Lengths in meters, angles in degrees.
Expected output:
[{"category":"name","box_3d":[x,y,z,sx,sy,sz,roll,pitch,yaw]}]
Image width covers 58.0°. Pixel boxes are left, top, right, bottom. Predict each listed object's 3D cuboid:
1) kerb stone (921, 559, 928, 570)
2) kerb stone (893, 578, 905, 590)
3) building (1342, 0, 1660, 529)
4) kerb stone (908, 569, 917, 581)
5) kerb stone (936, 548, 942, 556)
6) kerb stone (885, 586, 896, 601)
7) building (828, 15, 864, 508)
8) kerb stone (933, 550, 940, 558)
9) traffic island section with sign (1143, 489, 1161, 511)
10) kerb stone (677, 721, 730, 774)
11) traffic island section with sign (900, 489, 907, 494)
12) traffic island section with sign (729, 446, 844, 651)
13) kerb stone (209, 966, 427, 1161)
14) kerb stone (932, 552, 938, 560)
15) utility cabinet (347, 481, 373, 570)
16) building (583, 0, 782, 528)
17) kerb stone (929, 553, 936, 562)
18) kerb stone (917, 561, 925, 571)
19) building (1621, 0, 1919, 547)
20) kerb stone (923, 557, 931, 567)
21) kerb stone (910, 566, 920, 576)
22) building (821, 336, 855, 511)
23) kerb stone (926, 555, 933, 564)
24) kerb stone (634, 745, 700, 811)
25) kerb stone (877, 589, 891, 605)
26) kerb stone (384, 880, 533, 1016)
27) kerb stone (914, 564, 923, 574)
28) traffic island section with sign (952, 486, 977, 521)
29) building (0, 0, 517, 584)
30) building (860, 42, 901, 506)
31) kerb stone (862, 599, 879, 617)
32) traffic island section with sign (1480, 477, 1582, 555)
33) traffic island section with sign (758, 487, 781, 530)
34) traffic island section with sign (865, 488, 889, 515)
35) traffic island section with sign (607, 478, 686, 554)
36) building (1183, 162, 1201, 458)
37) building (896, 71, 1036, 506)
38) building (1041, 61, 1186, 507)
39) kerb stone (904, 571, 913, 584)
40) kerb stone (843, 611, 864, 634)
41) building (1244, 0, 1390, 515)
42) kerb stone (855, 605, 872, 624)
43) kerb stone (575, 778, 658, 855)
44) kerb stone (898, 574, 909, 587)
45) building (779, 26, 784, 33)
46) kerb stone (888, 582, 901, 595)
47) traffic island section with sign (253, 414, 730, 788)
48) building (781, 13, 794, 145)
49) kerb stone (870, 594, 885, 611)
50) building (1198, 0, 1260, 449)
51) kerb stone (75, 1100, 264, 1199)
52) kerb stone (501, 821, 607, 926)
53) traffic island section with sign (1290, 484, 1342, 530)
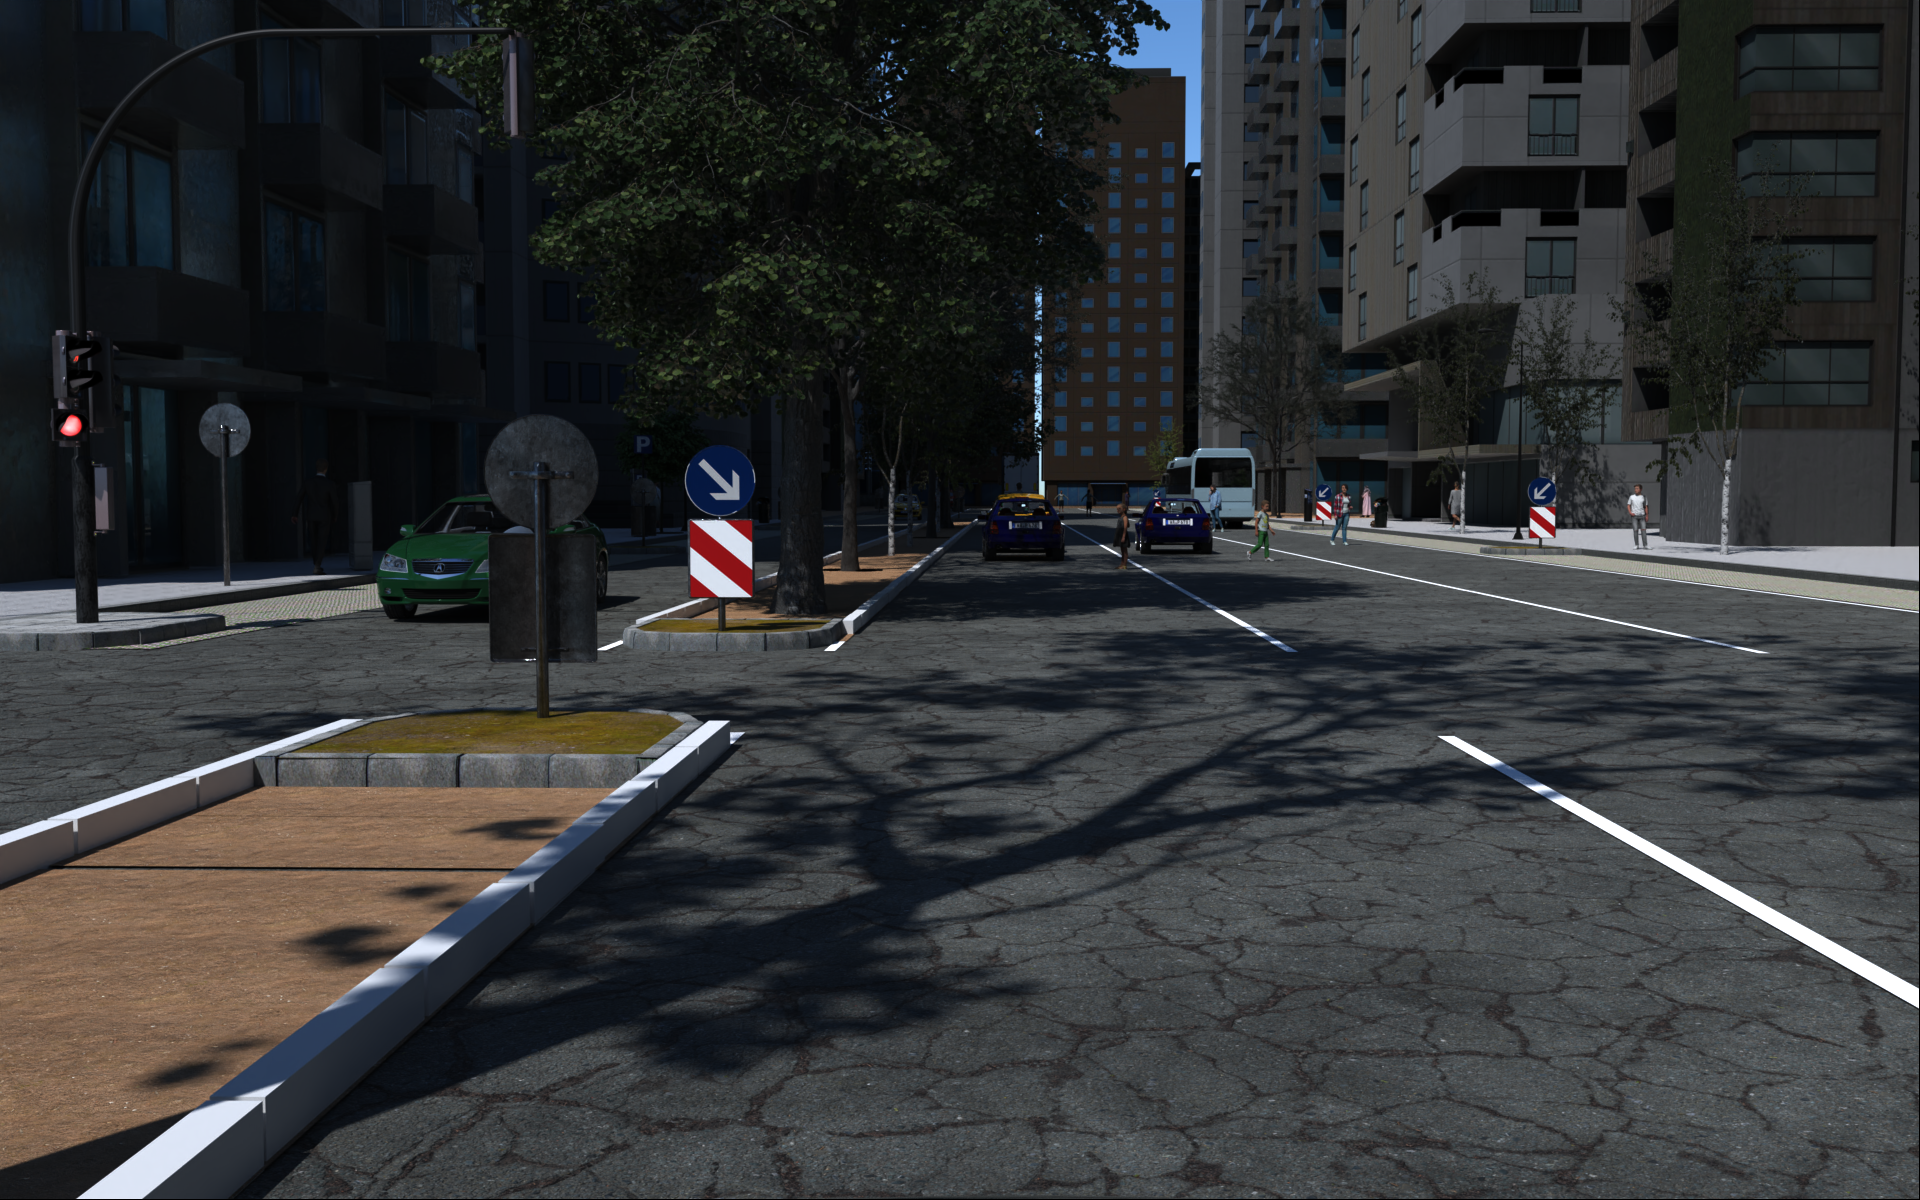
[{"category":"kerb stone","box_3d":[-0.724,-0.628,32.460,0.120,0.150,1.000,0,4,2]},{"category":"kerb stone","box_3d":[-0.933,-0.188,25.285,0.120,0.150,1.000,0,4,2]},{"category":"building","box_3d":[32.986,-29.779,76.118,28.713,52.752,27.495,0,4,2]},{"category":"kerb stone","box_3d":[-0.837,-0.374,28.356,0.120,0.150,1.000,0,4,2]},{"category":"kerb stone","box_3d":[-0.546,-1.005,38.626,0.120,0.150,1.000,0,4,2]},{"category":"kerb stone","box_3d":[-0.979,-0.059,23.240,0.120,0.150,1.000,0,4,2]},{"category":"building","box_3d":[-16.556,-31.168,159.705,14.200,45.320,14.600,0,4,2]},{"category":"kerb stone","box_3d":[-0.580,-0.939,37.592,0.120,0.150,1.000,0,4,2]},{"category":"traffic island section with sign","box_3d":[16.495,-8.439,146.597,1.989,1.847,2.006,0,4,2]},{"category":"kerb stone","box_3d":[-1.375,0.788,9.307,0.120,0.150,1.000,0,4,2]},{"category":"traffic island section with sign","box_3d":[-4.731,-8.436,146.561,1.989,1.847,2.006,0,4,2]},{"category":"traffic island section with sign","box_3d":[-2.202,-0.526,16.739,2.006,1.907,1.989,0,4,2]},{"category":"kerb stone","box_3d":[-1.524,1.101,4.189,0.120,0.150,1.000,0,4,2]},{"category":"kerb stone","box_3d":[-0.609,-0.879,36.562,0.120,0.150,1.000,0,4,2]},{"category":"utility cabinet","box_3d":[-10.203,-1.269,29.419,0.318,1.500,1.173,-2,4,-24]},{"category":"building","box_3d":[-20.182,-32.607,75.131,21.231,58.520,28.212,0,4,2]},{"category":"kerb stone","box_3d":[-0.634,-0.816,35.536,0.120,0.150,1.000,0,4,2]},{"category":"kerb stone","box_3d":[-0.760,-0.561,31.439,0.120,0.150,1.000,0,4,2]},{"category":"building","box_3d":[26.330,-16.913,48.227,14.160,30.474,14.107,0,4,2]},{"category":"kerb stone","box_3d":[-0.692,-0.686,33.493,0.120,0.150,1.000,0,4,2]},{"category":"kerb stone","box_3d":[-0.810,-0.439,29.378,0.120,0.150,1.000,0,4,2]},{"category":"building","box_3d":[-16.383,-22.767,143.941,14.160,30.474,14.107,0,4,2]},{"category":"kerb stone","box_3d":[-0.670,-0.753,34.514,0.120,0.150,1.000,0,4,2]},{"category":"kerb stone","box_3d":[-1.403,0.851,8.281,0.120,0.150,1.000,0,4,2]},{"category":"kerb stone","box_3d":[-1.015,0.000,22.202,0.120,0.150,1.000,0,4,2]},{"category":"kerb stone","box_3d":[-1.493,1.039,5.215,0.120,0.150,1.000,0,4,2]},{"category":"kerb stone","box_3d":[-0.779,-0.501,30.412,0.120,0.150,1.000,0,4,2]},{"category":"traffic island section with sign","box_3d":[-0.088,-5.120,91.848,2.006,1.907,1.989,0,4,2]},{"category":"building","box_3d":[-22.968,-25.288,33.068,23.786,49.044,30.456,0,4,2]},{"category":"building","box_3d":[-21.690,-53.530,187.882,31.000,86.520,22.319,0,4,2]},{"category":"kerb stone","box_3d":[-1.074,0.125,20.145,0.120,0.150,1.000,0,4,2]},{"category":"traffic island section with sign","box_3d":[13.515,-1.995,41.244,1.989,1.847,2.006,0,4,2]},{"category":"traffic island section with sign","box_3d":[-6.923,-3.687,68.917,1.989,1.847,2.006,0,4,2]},{"category":"traffic island section with sign","box_3d":[-5.501,-6.770,119.320,1.989,1.847,2.006,0,4,2]},{"category":"traffic island section with sign","box_3d":[-7.700,-2.032,41.851,1.989,1.847,2.006,0,4,2]},{"category":"building","box_3d":[35.601,-30.618,192.493,23.993,40.220,32.217,0,4,2]},{"category":"building","box_3d":[0.777,-32.660,184.104,14.200,45.320,14.600,0,4,2]},{"category":"building","box_3d":[15.844,-32.581,182.816,14.200,45.320,14.600,0,4,2]},{"category":"kerb stone","box_3d":[-0.864,-0.314,27.334,0.120,0.150,1.000,0,4,2]},{"category":"kerb stone","box_3d":[-1.132,0.254,18.100,0.120,0.150,1.000,0,4,2]},{"category":"building","box_3d":[32.052,-30.591,119.769,23.786,49.044,30.456,0,4,2]},{"category":"kerb stone","box_3d":[-1.098,0.193,19.122,0.120,0.150,1.000,0,4,2]},{"category":"kerb stone","box_3d":[-1.438,0.914,7.258,0.120,0.150,1.000,0,4,2]},{"category":"kerb stone","box_3d":[-0.904,-0.252,26.313,0.120,0.150,1.000,0,4,2]},{"category":"building","box_3d":[-17.785,-20.070,99.853,14.160,30.474,14.107,0,4,2]},{"category":"kerb stone","box_3d":[-0.952,-0.122,24.262,0.120,0.150,1.000,0,4,2]},{"category":"traffic island section with sign","box_3d":[-2.421,-0.073,9.335,2.006,1.907,1.989,0,4,2]},{"category":"building","box_3d":[-17.236,-26.336,114.181,14.154,41.232,14.086,0,4,2]},{"category":"kerb stone","box_3d":[-1.043,0.062,21.180,0.120,0.150,1.000,0,4,2]},{"category":"building","box_3d":[31.315,-37.128,149.045,21.231,58.520,28.212,0,4,2]},{"category":"kerb stone","box_3d":[-1.548,1.164,3.167,0.120,0.150,1.000,0,4,2]},{"category":"kerb stone","box_3d":[-1.455,0.976,6.236,0.120,0.150,1.000,0,4,2]},{"category":"traffic island section with sign","box_3d":[14.310,-3.714,69.347,1.989,1.847,2.006,0,4,2]}]
